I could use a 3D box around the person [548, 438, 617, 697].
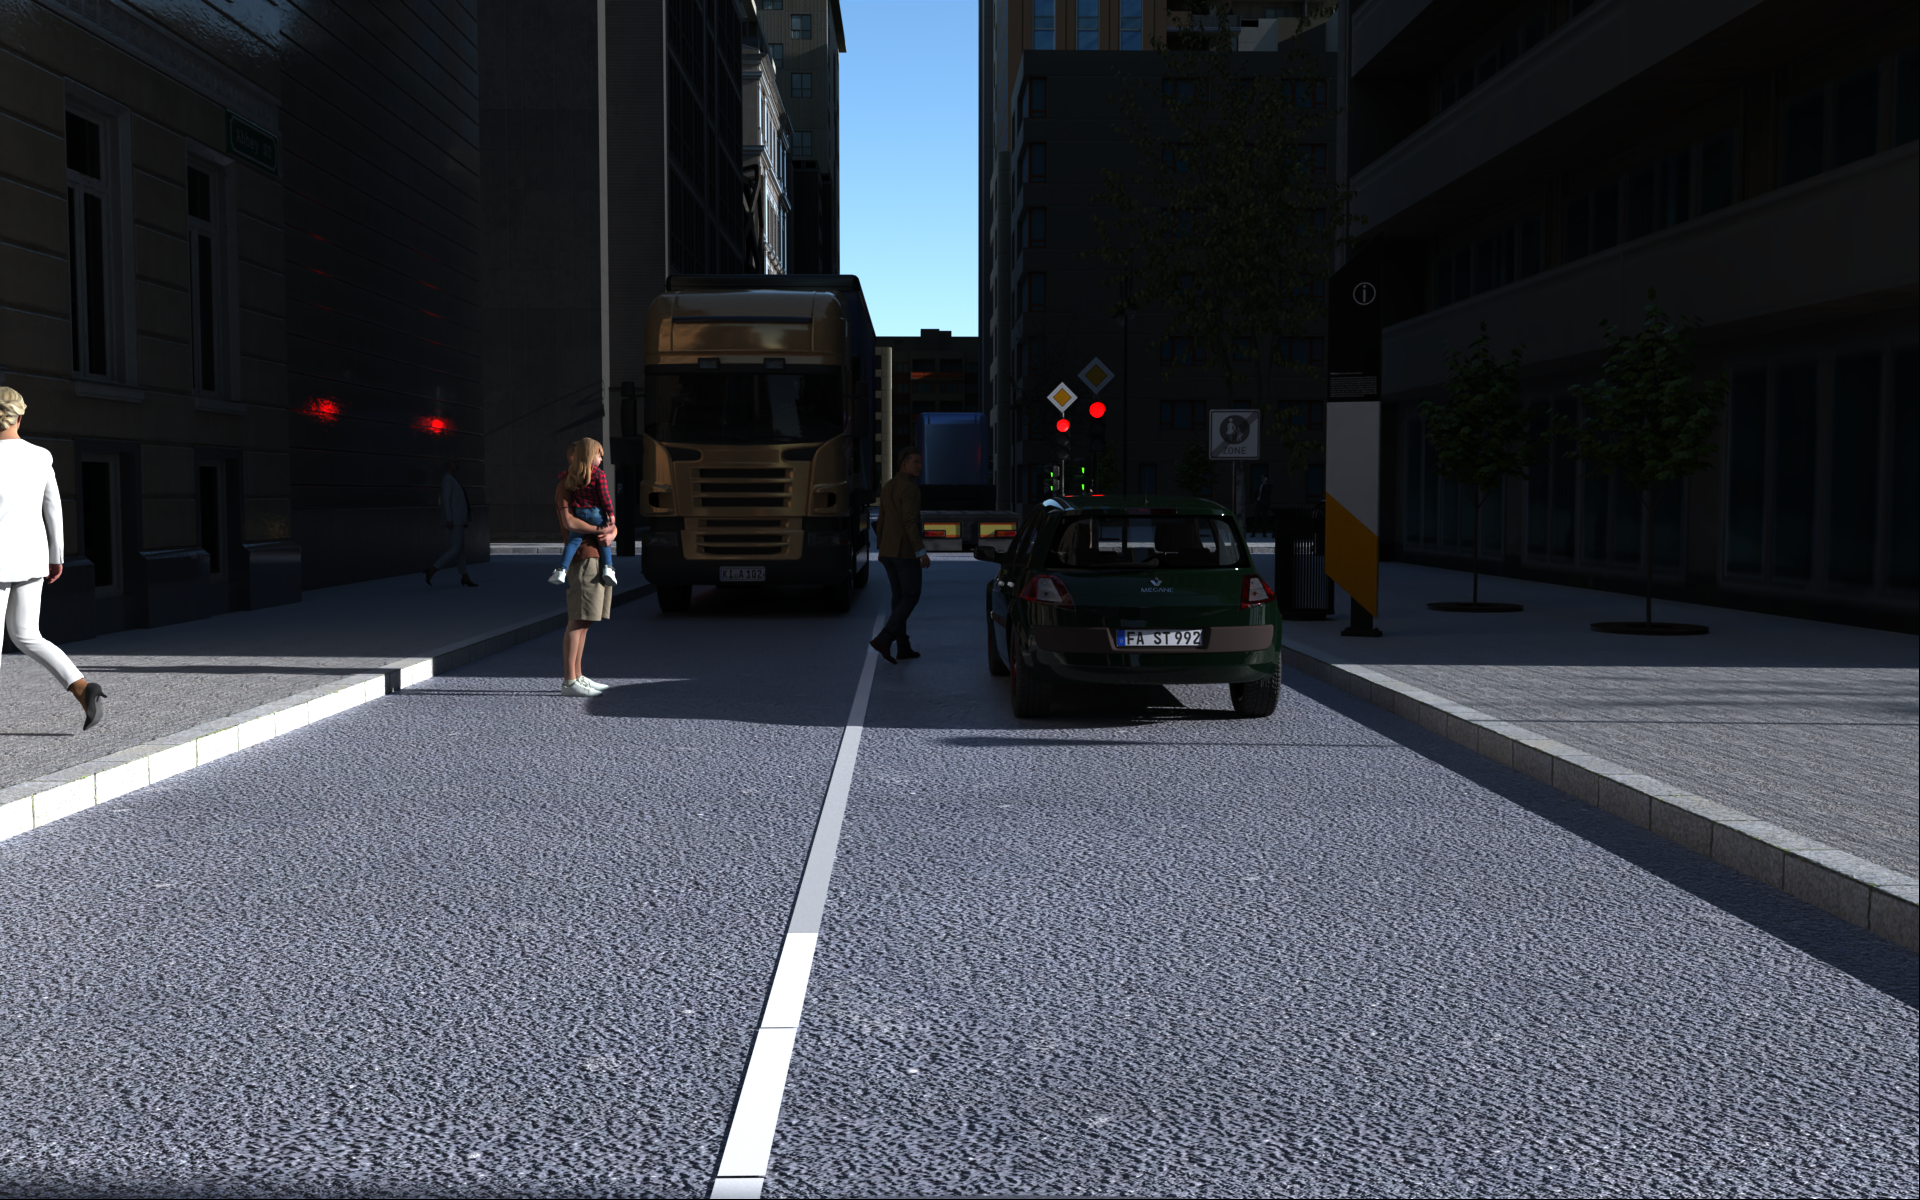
[{"bbox_3d":[-2.676,-0.237,12.351,0.573,1.828,0.580,-3,5,-40],"label":"person"}]

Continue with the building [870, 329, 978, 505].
[{"bbox_3d":[-2.950,-22.784,217.555,28.899,21.520,27.650,0,4,-2],"label":"building"}]

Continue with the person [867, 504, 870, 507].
[{"bbox_3d":[-8.912,-9.748,165.864,0.568,1.767,0.683,0,4,4],"label":"person"}]

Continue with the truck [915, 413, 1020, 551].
[{"bbox_3d":[-0.059,-3.776,51.496,2.967,4.110,18.799,0,4,-2],"label":"truck"}]

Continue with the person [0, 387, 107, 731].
[{"bbox_3d":[-4.937,-0.194,9.089,0.818,1.842,0.514,0,4,4],"label":"person"}]

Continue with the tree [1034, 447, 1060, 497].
[{"bbox_3d":[3.424,-4.026,60.429,1.663,3.219,1.824,0,3,0],"label":"tree"}]

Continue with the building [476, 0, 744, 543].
[{"bbox_3d":[-15.101,-16.063,56.130,14.314,27.812,24.014,0,4,-2],"label":"building"}]

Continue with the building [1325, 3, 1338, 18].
[{"bbox_3d":[36.432,-47.421,213.580,20.611,71.187,20.563,0,4,-2],"label":"building"}]

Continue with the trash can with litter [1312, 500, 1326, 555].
[{"bbox_3d":[7.552,-1.517,36.191,0.624,1.170,1.055,0,4,-2],"label":"trash can with litter"}]

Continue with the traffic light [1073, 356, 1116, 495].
[{"bbox_3d":[2.750,-2.842,35.392,0.839,4.253,0.868,0,4,-2],"label":"traffic light"}]

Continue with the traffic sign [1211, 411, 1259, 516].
[{"bbox_3d":[3.318,-1.154,21.003,0.606,2.300,0.079,0,4,3],"label":"traffic sign"}]

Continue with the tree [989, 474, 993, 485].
[{"bbox_3d":[1.600,-6.356,98.522,1.663,3.219,1.824,0,3,0],"label":"tree"}]

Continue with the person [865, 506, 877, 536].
[{"bbox_3d":[-3.032,-2.856,55.405,1.509,1.804,0.699,-2,4,-30],"label":"person"}]

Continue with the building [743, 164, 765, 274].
[{"bbox_3d":[-17.219,-12.800,76.730,16.820,18.784,16.811,0,4,-2],"label":"building"}]

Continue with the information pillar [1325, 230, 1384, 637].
[{"bbox_3d":[3.555,-1.482,15.581,0.504,3.616,0.183,2,4,24],"label":"information pillar"}]

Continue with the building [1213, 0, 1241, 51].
[{"bbox_3d":[9.570,-28.195,111.091,14.600,45.320,14.200,0,4,-2],"label":"building"}]

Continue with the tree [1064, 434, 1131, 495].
[{"bbox_3d":[4.036,-3.272,48.094,1.663,3.219,1.824,0,3,0],"label":"tree"}]

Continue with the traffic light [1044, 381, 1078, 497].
[{"bbox_3d":[2.533,-3.330,43.374,0.839,4.253,0.868,0,4,-2],"label":"traffic light"}]

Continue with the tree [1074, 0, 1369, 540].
[{"bbox_3d":[3.935,-4.548,24.726,4.737,8.622,4.395,0,3,0],"label":"tree"}]

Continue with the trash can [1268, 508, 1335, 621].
[{"bbox_3d":[3.523,-0.370,17.704,0.748,1.137,0.748,0,3,0],"label":"trash can"}]

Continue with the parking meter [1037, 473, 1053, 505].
[{"bbox_3d":[2.380,-2.628,48.673,0.399,1.863,0.255,-2,4,-26],"label":"parking meter"}]

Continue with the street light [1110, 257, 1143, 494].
[{"bbox_3d":[3.238,-3.739,33.918,0.468,5.910,1.993,0,4,-2],"label":"street light"}]

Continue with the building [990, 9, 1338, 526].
[{"bbox_3d":[15.894,-14.523,82.484,27.650,21.520,28.899,0,4,-2],"label":"building"}]

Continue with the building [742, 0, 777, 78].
[{"bbox_3d":[-26.913,-26.785,129.821,32.217,40.220,23.993,0,4,-2],"label":"building"}]

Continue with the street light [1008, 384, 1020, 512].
[{"bbox_3d":[2.248,-6.061,71.877,0.468,5.910,1.993,0,4,-2],"label":"street light"}]

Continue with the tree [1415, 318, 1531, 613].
[{"bbox_3d":[5.854,-1.500,19.129,1.663,3.219,1.824,0,3,0],"label":"tree"}]

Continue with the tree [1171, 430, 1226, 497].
[{"bbox_3d":[7.194,-3.528,52.280,1.663,3.219,1.824,0,3,0],"label":"tree"}]

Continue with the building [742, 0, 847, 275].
[{"bbox_3d":[-25.795,-35.939,176.841,27.495,52.752,28.713,0,4,-2],"label":"building"}]

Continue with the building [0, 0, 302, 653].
[{"bbox_3d":[-13.779,-13.698,9.860,13.634,28.700,20.117,0,4,-2],"label":"building"}]

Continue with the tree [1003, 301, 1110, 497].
[{"bbox_3d":[3.610,-7.050,65.625,4.360,8.622,3.978,0,3,0],"label":"tree"}]

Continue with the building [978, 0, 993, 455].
[{"bbox_3d":[12.374,-38.882,177.718,21.231,58.520,28.212,0,4,-2],"label":"building"}]

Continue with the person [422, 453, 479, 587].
[{"bbox_3d":[-7.001,-1.090,23.738,0.818,1.842,0.514,-2,4,-33],"label":"person"}]

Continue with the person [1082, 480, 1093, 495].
[{"bbox_3d":[2.855,-1.879,39.571,0.599,1.781,0.374,3,5,41],"label":"person"}]

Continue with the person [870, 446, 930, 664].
[{"bbox_3d":[-0.492,-0.391,14.806,0.656,1.842,0.836,2,4,28],"label":"person"}]

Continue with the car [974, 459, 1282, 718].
[{"bbox_3d":[1.127,-0.167,12.521,2.009,1.686,4.222,0,4,-2],"label":"car"}]

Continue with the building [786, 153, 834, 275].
[{"bbox_3d":[-18.179,-23.099,149.377,14.160,30.474,14.107,0,4,-2],"label":"building"}]

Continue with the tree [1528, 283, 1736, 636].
[{"bbox_3d":[6.309,-1.317,16.135,1.663,3.219,1.824,0,3,0],"label":"tree"}]

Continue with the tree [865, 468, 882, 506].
[{"bbox_3d":[-10.209,-12.652,190.573,4.285,4.588,4.351,0,3,0],"label":"tree"}]

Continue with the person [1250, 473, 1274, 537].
[{"bbox_3d":[8.971,-2.816,51.443,0.648,1.900,0.474,2,4,24],"label":"person"}]

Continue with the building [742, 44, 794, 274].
[{"bbox_3d":[-17.055,-19.308,101.592,13.634,28.700,20.117,0,4,-2],"label":"building"}]

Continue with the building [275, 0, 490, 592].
[{"bbox_3d":[-20.886,-13.997,26.115,25.104,27.353,12.463,0,4,-2],"label":"building"}]

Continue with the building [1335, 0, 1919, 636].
[{"bbox_3d":[18.136,-24.358,21.959,21.300,48.544,21.600,0,4,-2],"label":"building"}]

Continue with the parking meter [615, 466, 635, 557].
[{"bbox_3d":[-6.905,-1.835,35.706,0.255,1.863,0.399,-3,5,-43],"label":"parking meter"}]

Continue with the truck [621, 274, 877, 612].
[{"bbox_3d":[-2.559,-2.172,24.421,2.839,4.237,11.283,0,4,-1],"label":"truck"}]

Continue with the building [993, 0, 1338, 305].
[{"bbox_3d":[16.849,-34.285,149.806,28.713,52.752,27.495,0,4,-2],"label":"building"}]
